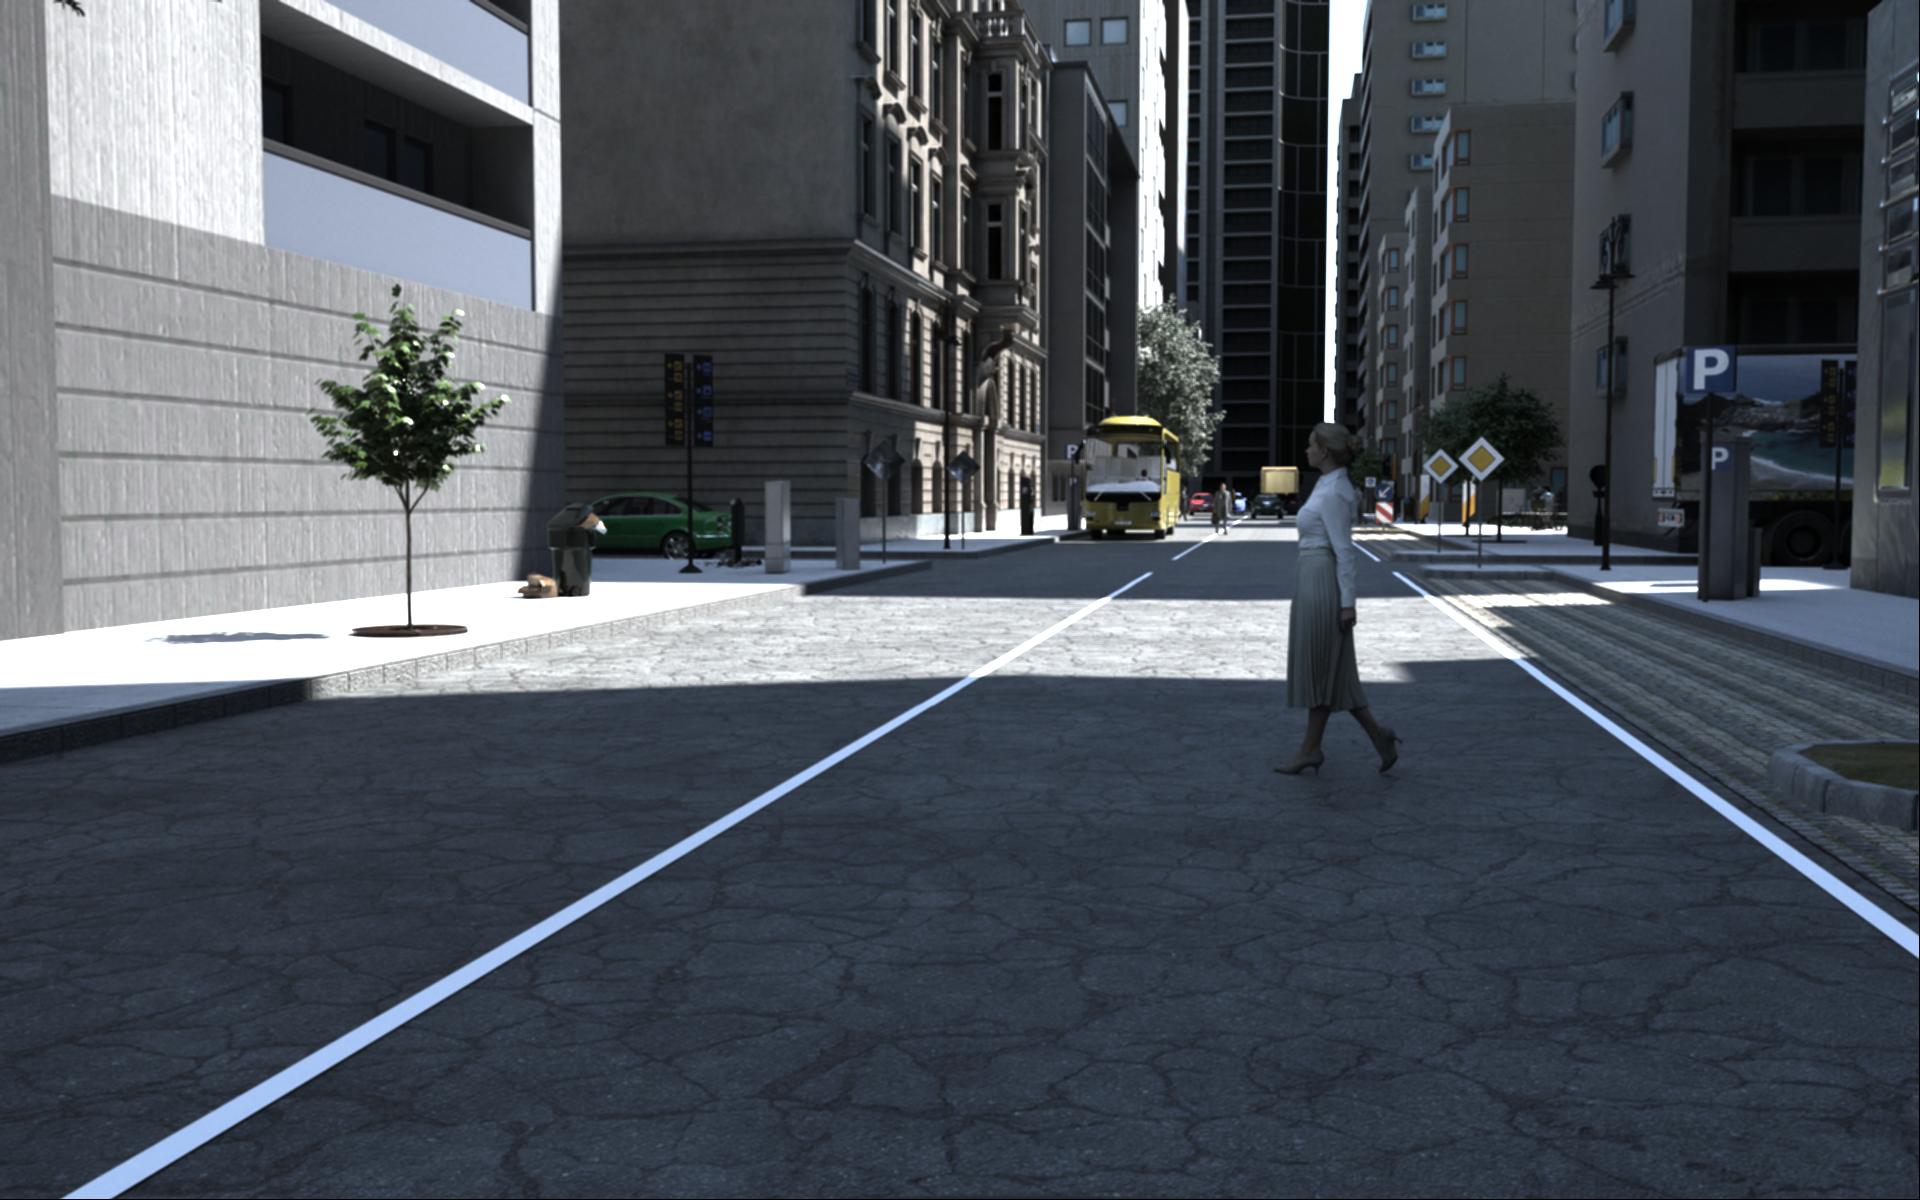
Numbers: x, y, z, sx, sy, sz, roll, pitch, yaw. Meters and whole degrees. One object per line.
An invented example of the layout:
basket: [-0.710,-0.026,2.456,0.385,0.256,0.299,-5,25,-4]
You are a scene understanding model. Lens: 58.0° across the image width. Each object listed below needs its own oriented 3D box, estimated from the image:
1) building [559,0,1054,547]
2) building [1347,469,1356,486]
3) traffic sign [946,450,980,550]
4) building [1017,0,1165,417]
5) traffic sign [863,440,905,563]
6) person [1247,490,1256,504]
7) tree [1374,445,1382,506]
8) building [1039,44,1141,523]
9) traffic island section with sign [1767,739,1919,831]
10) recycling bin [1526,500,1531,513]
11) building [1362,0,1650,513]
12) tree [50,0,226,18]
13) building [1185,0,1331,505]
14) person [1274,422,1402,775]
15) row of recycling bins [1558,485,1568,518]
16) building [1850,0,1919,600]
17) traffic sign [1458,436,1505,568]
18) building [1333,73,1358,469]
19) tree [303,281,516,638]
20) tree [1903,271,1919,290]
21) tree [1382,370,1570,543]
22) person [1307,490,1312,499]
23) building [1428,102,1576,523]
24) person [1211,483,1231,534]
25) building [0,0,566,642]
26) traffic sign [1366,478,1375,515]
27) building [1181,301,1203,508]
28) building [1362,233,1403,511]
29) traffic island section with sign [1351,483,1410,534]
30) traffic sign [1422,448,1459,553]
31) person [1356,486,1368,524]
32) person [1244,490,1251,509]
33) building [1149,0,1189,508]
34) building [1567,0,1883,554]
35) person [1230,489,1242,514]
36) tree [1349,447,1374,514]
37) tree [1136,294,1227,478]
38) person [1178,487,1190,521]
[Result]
building: [-4.648,-14.667,58.886,14.460,24.649,34.723,1,4,11]
building: [49.042,-44.858,171.682,20.563,71.187,20.611,1,4,11]
traffic sign: [0.073,-2.212,39.805,0.795,2.450,0.064,1,4,11]
building: [1.110,-33.053,129.648,28.713,52.752,27.495,1,4,11]
traffic sign: [-1.399,-1.732,31.956,0.795,2.450,0.064,1,4,11]
person: [25.260,-8.602,149.282,1.348,1.807,0.705,-2,4,-29]
tree: [15.387,-4.219,52.688,4.285,4.588,4.351,0,3,0]
building: [1.118,-16.632,90.996,14.314,24.678,30.058,1,4,11]
traffic island section with sign: [4.910,0.042,7.948,1.989,1.847,2.006,1,4,11]
recycling bin: [25.183,-3.848,75.476,0.722,1.027,0.722,-3,5,-41]
building: [46.244,-32.279,151.464,21.300,48.544,21.600,1,4,11]
tree: [-6.486,-4.465,7.423,8.767,10.594,7.601,1,4,19]
building: [32.972,-46.870,204.581,20.611,71.187,20.563,1,4,11]
person: [1.937,-0.006,8.823,0.641,1.798,0.478,2,4,25]
row of recycling bins: [26.191,-4.096,74.085,1.069,1.692,3.534,1,4,16]
building: [20.260,-42.267,3.731,22.319,86.520,31.000,1,4,11]
traffic sign: [9.011,-1.612,29.991,0.795,2.450,0.064,1,4,11]
building: [54.546,-35.334,201.405,21.600,48.544,21.300,1,4,11]
tree: [-5.145,-1.306,15.950,1.663,3.219,1.824,0,3,0]
tree: [7.578,-1.636,10.464,4.285,4.588,4.351,0,3,0]
tree: [14.400,-3.803,45.896,4.285,4.588,4.351,0,3,0]
person: [34.754,-9.999,171.989,0.705,1.823,1.348,-1,4,-10]
building: [38.079,-14.936,89.240,27.650,21.520,28.899,1,4,11]
person: [9.299,-3.236,61.517,0.694,1.812,0.767,0,4,-2]
building: [-20.749,-29.450,23.503,28.212,58.520,21.231,1,4,11]
traffic sign: [24.962,-6.312,105.334,0.606,2.300,0.079,1,4,18]
building: [9.604,-20.313,177.165,28.899,21.520,27.650,1,4,11]
building: [44.345,-17.218,126.560,27.650,21.520,28.899,1,4,11]
traffic island section with sign: [15.053,-3.270,62.090,1.989,1.847,2.006,1,4,11]
traffic sign: [10.482,-2.092,37.840,0.795,2.450,0.064,1,4,11]
person: [18.805,-4.463,81.594,0.853,1.813,0.709,0,4,-8]
person: [27.518,-9.521,164.304,1.348,1.807,0.705,2,4,30]
building: [12.190,-30.512,148.975,14.600,45.320,14.200,1,4,11]
building: [27.758,-25.729,44.370,21.600,48.544,21.300,1,4,11]
person: [19.603,-7.081,124.376,1.348,1.812,0.705,1,4,18]
tree: [27.231,-7.934,113.437,4.285,4.588,4.351,0,3,0]
tree: [11.925,-12.413,109.615,9.857,13.997,8.962,0,3,0]
person: [11.794,-5.087,91.637,0.822,1.834,0.622,-1,4,-15]
